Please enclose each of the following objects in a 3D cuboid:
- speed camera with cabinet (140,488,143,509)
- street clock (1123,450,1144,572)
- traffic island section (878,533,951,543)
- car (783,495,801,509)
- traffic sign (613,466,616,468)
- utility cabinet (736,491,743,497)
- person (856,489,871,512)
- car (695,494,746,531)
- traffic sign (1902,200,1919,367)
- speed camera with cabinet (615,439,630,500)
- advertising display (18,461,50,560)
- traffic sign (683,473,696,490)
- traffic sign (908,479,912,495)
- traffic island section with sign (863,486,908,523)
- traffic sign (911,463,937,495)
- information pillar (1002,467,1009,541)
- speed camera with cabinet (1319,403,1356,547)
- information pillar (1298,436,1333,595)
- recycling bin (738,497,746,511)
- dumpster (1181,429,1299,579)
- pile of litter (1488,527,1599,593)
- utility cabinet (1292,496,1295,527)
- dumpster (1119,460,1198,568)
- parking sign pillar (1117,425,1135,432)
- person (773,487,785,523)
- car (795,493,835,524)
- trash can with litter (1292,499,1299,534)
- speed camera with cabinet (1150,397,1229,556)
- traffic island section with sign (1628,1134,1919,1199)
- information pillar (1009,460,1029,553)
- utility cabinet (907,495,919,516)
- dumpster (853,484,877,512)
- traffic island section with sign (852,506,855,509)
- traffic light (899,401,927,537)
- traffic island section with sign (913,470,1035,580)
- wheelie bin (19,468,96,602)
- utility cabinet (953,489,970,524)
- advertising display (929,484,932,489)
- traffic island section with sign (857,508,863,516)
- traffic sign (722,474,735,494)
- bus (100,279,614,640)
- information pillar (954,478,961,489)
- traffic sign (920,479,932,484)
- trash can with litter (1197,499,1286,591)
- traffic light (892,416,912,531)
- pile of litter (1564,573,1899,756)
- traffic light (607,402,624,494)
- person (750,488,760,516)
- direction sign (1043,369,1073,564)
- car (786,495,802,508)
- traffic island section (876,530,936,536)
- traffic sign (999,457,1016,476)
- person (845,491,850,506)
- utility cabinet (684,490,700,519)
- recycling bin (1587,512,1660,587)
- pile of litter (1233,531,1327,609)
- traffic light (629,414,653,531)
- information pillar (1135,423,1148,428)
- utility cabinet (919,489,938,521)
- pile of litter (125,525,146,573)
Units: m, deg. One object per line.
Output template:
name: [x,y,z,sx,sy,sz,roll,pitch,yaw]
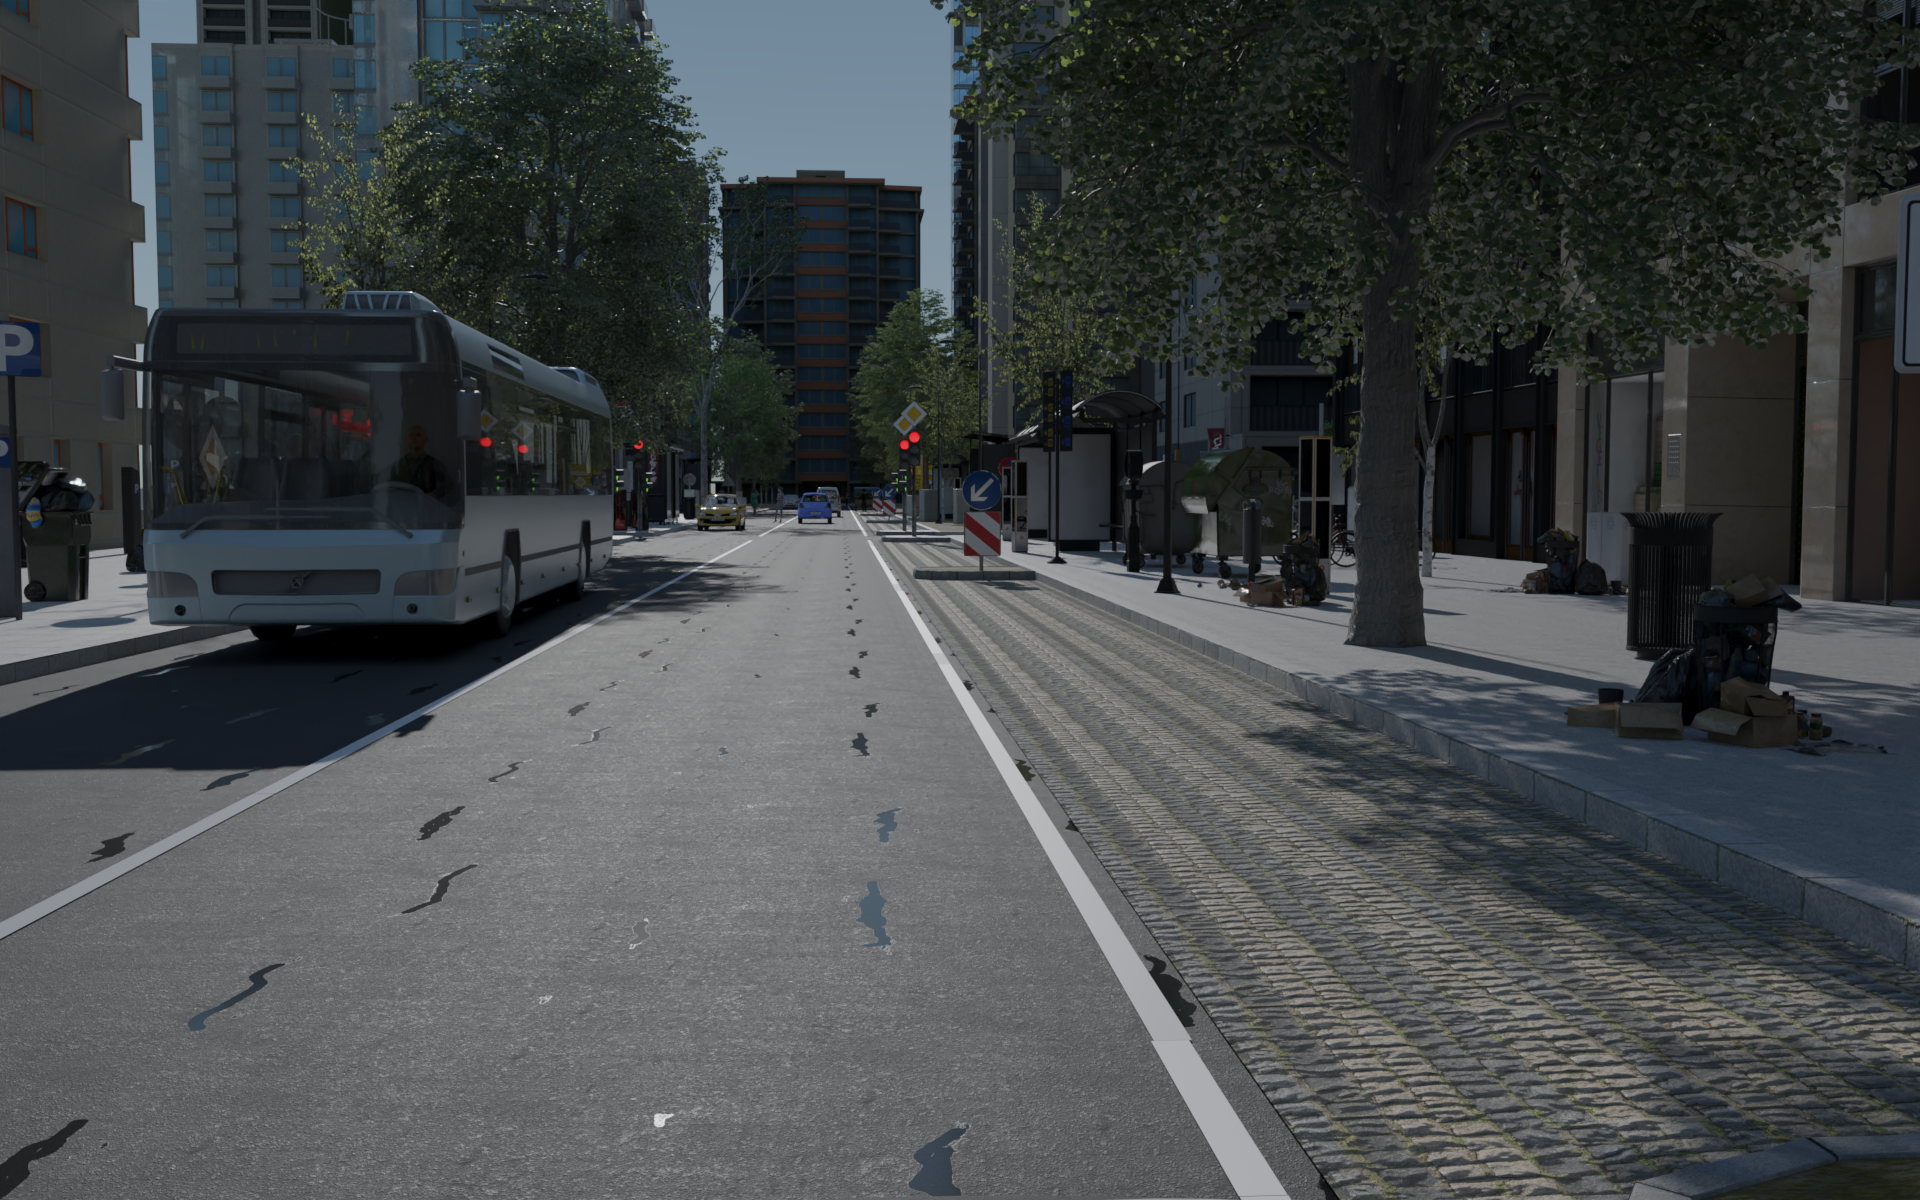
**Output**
speed camera with cabinet: [-24.161,-3.445,50.659,0.660,3.252,2.038,-3,5,-40]
street clock: [2.857,-1.464,28.504,0.358,2.002,0.471,0,4,-6]
traffic island section: [-1.360,-1.835,52.281,2.009,0.180,2.903,0,4,-4]
car: [-16.592,-9.642,170.016,2.083,1.381,4.827,0,4,-4]
traffic sign: [-13.478,-4.038,66.132,0.768,2.556,0.104,0,4,0]
utility cabinet: [-16.878,-7.535,131.880,0.318,1.500,1.173,1,4,10]
person: [-7.694,-7.994,138.832,1.348,1.869,0.705,-3,4,-37]
car: [-9.540,-3.613,69.289,2.015,1.641,3.980,0,4,-3]
traffic sign: [3.511,-0.235,5.974,0.606,2.300,0.079,0,4,5]
speed camera with cabinet: [-12.939,-4.187,62.797,2.038,3.252,0.660,2,4,28]
advertising display: [-18.255,-1.754,33.891,0.974,1.923,0.123,1,4,11]
traffic sign: [-16.549,-6.479,106.039,0.768,2.556,0.104,0,4,-3]
traffic sign: [-3.180,-6.570,107.529,0.768,2.556,0.104,0,4,3]
traffic island section with sign: [-3.596,-4.658,84.788,1.989,1.847,2.006,0,4,-4]
traffic sign: [-2.293,-7.119,110.272,2.265,3.308,0.079,0,4,3]
information pillar: [1.351,-2.612,47.203,0.304,2.012,0.304,2,4,28]
speed camera with cabinet: [8.499,-2.638,37.460,2.038,3.252,0.660,3,5,44]
information pillar: [4.533,-1.078,22.121,0.304,2.012,0.304,-2,4,-29]
recycling bin: [-16.579,-7.216,130.532,0.722,1.027,0.722,2,4,24]
dumpster: [4.373,-1.499,27.002,1.502,2.255,1.985,0,4,-4]
pile of litter: [7.819,-0.520,22.475,1.176,0.858,1.719,-3,5,-45]
utility cabinet: [12.776,-3.498,68.352,0.306,1.237,1.020,-2,4,-25]
dumpster: [3.570,-1.519,30.592,1.264,1.857,1.865,0,4,-4]
parking sign pillar: [5.180,-3.890,52.076,1.447,3.967,1.447,2,4,29]
person: [-9.065,-4.764,86.730,0.599,1.781,0.374,3,4,37]
car: [-7.152,-4.635,85.371,1.945,1.707,3.694,0,4,-5]
trash can with litter: [8.760,-1.944,43.169,1.055,1.170,0.624,-2,4,-31]
speed camera with cabinet: [4.845,-2.538,35.835,0.660,3.252,2.038,-3,5,-43]
traffic island section with sign: [2.068,0.379,2.436,1.989,1.847,2.006,0,4,-4]
information pillar: [1.314,-2.048,37.979,0.304,2.012,0.304,-1,4,-14]
utility cabinet: [-2.740,-5.489,100.902,0.306,1.237,1.020,-2,4,-35]
dumpster: [-7.766,-8.411,142.478,1.985,2.255,1.502,0,4,-5]
traffic island section with sign: [-8.885,-9.366,161.763,1.989,1.847,2.006,0,4,-4]
traffic light: [-1.401,-3.868,52.164,0.839,4.253,0.868,0,4,-4]
traffic island section with sign: [0.205,-1.281,29.567,1.989,1.847,2.006,0,4,-4]
wheelie bin: [-10.858,-0.794,20.888,0.693,1.594,0.980,0,4,-6]
utility cabinet: [0.299,-3.921,72.791,1.173,1.500,0.318,-2,4,-31]
advertising display: [-1.510,-6.268,107.697,0.974,1.923,0.123,-3,5,-43]
traffic island section with sign: [-5.481,-6.332,112.157,1.989,1.847,2.006,0,4,-4]
traffic sign: [-15.097,-6.906,112.922,0.884,2.594,0.081,0,4,-2]
bus: [-6.003,-1.534,19.946,2.948,3.499,13.247,0,4,-5]
information pillar: [-0.097,-4.476,77.676,0.304,2.012,0.304,0,4,5]
traffic sign: [-2.138,-6.646,109.852,0.795,2.450,0.064,0,4,2]
trash can with litter: [4.098,-0.777,23.769,1.678,1.210,2.233,0,4,7]
traffic light: [-1.949,-4.355,60.130,0.839,4.253,0.868,0,4,-4]
pile of litter: [4.003,0.291,9.200,1.176,0.858,1.719,-1,4,-17]
traffic light: [-10.440,-3.829,51.528,0.839,4.253,0.868,0,4,-4]
person: [-13.175,-6.257,111.045,0.600,1.795,0.529,0,4,5]
direction sign: [1.795,-2.440,31.895,0.379,3.537,0.876,-2,4,-33]
car: [-16.879,-10.039,176.720,1.945,1.354,3.894,0,4,-4]
traffic island section: [-1.908,-2.322,60.247,2.009,0.180,2.903,0,4,-4]
traffic sign: [1.722,-3.667,60.060,0.768,2.556,0.104,0,4,4]
person: [-13.650,-12.306,209.800,0.705,1.812,1.348,1,4,22]
utility cabinet: [-13.717,-4.893,88.676,0.318,1.500,1.173,-2,4,-34]
recycling bin: [9.273,-0.713,24.213,0.722,1.027,0.722,-1,4,-17]
pile of litter: [3.738,-0.384,20.247,1.176,0.858,1.719,2,4,34]
traffic light: [-10.988,-4.316,59.495,0.839,4.253,0.868,0,4,-4]
information pillar: [5.022,-3.466,48.017,0.183,3.616,0.504,-2,4,-33]
utility cabinet: [-1.469,-4.473,81.815,0.318,1.500,1.173,2,4,32]
pile of litter: [-13.240,-0.922,29.034,1.176,0.858,1.719,1,4,22]
